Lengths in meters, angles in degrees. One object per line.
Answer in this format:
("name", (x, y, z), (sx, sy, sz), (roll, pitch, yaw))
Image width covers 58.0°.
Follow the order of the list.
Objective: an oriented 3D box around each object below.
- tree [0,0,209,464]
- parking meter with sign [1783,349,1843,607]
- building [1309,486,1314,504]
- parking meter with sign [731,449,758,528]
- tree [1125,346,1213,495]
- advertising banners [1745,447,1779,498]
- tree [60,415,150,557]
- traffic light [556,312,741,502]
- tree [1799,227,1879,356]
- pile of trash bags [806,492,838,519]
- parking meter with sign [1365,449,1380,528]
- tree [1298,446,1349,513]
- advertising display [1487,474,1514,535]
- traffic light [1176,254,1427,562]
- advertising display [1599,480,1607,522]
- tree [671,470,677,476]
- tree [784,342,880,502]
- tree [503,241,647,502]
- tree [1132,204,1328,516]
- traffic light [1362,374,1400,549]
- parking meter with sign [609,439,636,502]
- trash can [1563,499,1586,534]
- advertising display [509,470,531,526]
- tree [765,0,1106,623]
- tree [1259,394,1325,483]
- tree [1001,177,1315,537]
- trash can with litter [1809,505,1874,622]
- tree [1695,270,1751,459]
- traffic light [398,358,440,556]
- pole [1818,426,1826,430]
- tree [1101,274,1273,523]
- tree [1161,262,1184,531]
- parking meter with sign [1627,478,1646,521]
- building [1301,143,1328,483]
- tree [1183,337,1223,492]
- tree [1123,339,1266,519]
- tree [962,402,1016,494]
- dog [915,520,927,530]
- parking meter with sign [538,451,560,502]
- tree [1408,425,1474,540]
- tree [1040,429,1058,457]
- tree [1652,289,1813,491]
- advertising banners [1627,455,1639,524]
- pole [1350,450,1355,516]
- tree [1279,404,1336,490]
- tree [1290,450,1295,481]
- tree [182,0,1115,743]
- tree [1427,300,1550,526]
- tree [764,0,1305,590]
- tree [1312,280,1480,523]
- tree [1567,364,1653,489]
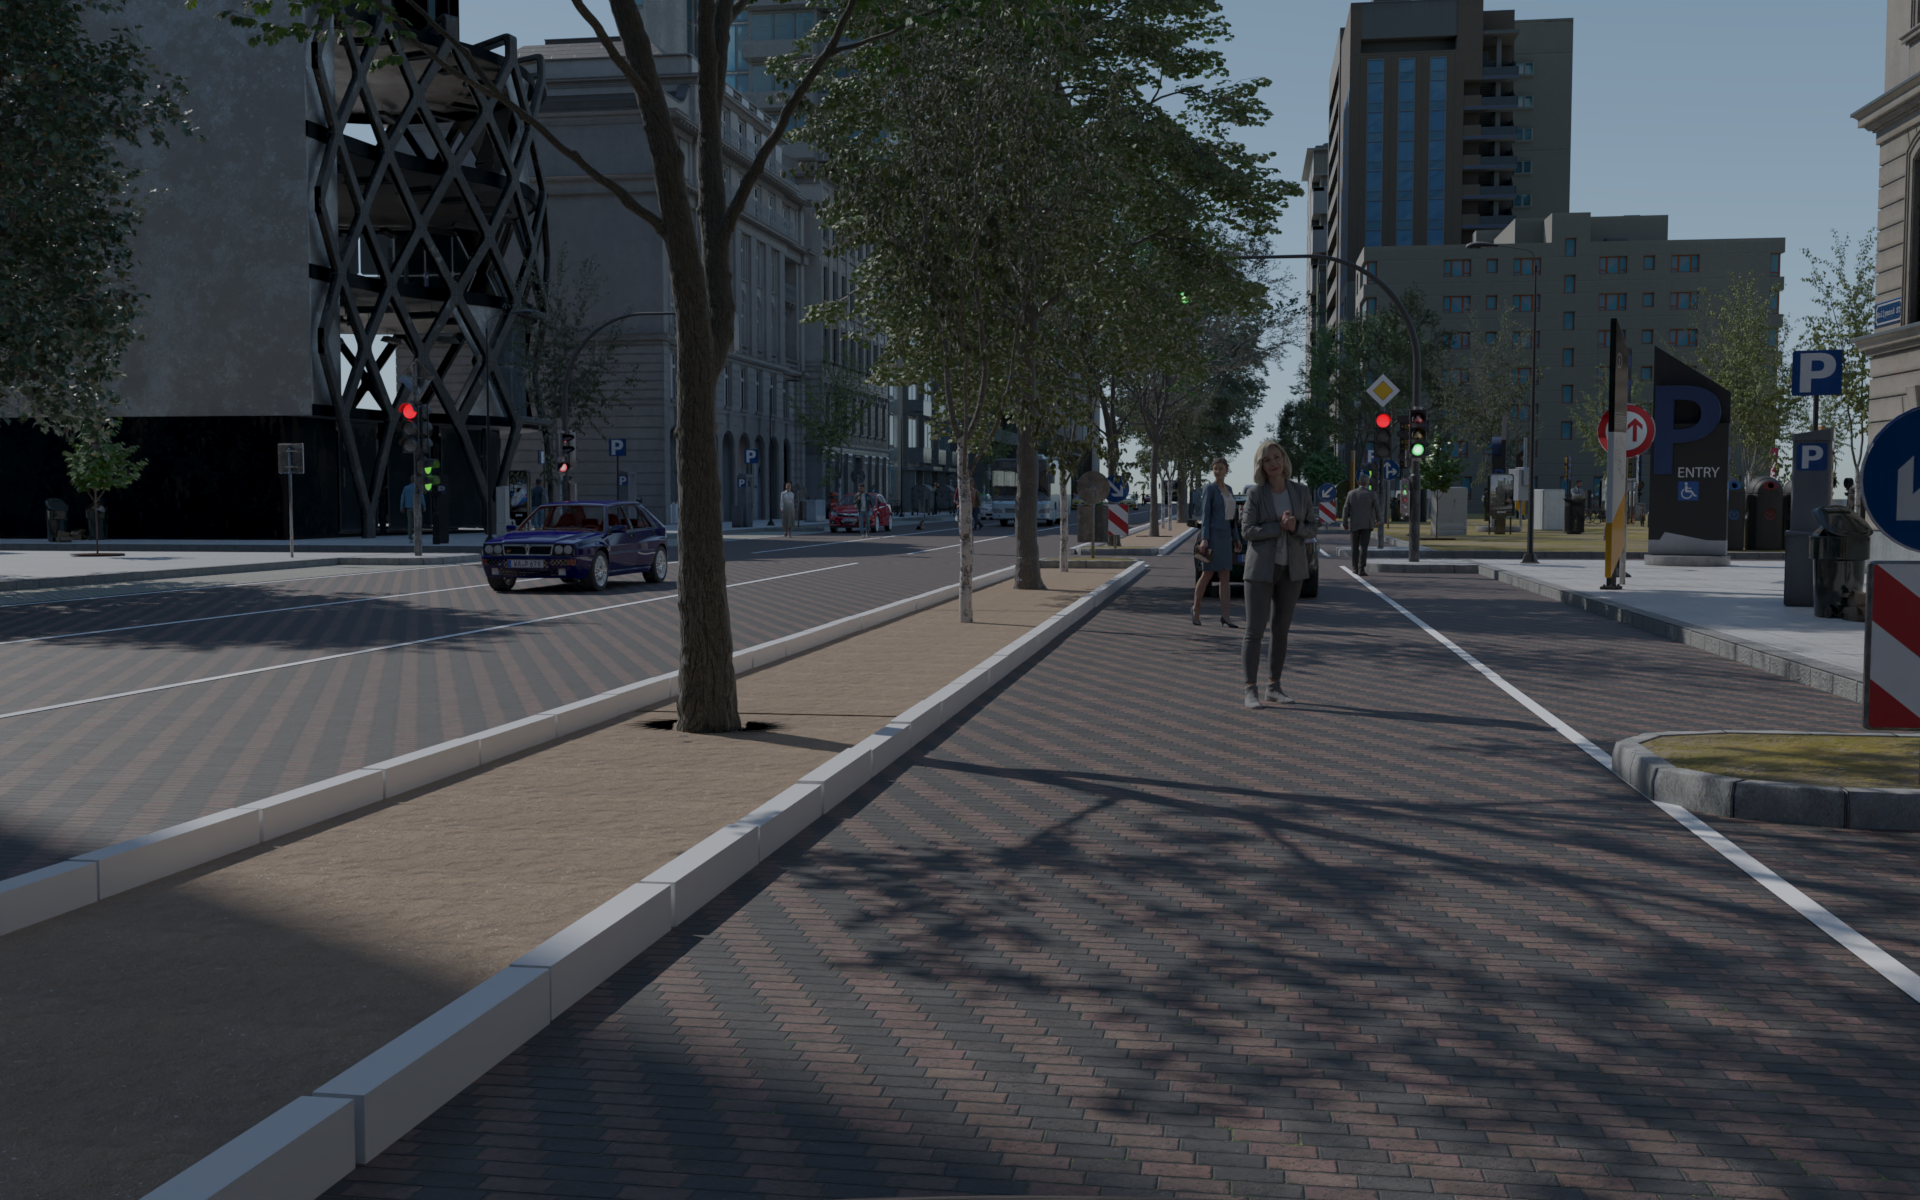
("tree", (-16.112, -6.657, 25.855), (9.611, 12.733, 9.660), (0, 3, 0))
("parking meter with sign", (9.978, -1.472, 20.320), (0.543, 3.016, 1.738), (2, 4, 29))
("building", (62.745, -32.839, 228.791), (32.217, 40.220, 23.993), (1, 4, 9))
("parking meter with sign", (-8.312, -4.307, 66.672), (0.543, 3.016, 1.738), (1, 4, 13))
("tree", (9.416, -7.636, 77.660), (4.737, 8.622, 4.395), (0, 3, 0))
("advertising banners", (30.460, -4.266, 65.938), (0.090, 3.025, 2.074), (-1, 4, -10))
("tree", (-17.807, -2.508, 35.613), (1.663, 3.219, 1.824), (0, 3, 0))
("traffic light", (-7.871, -4.207, 43.448), (4.771, 5.953, 1.251), (1, 4, 9))
("tree", (24.919, -5.947, 47.596), (4.737, 8.622, 4.395), (0, 3, 0))
("pile of trash bags", (-6.807, -4.769, 87.726), (1.912, 1.369, 3.447), (-1, 4, -22))
("parking meter with sign", (15.937, -4.300, 66.568), (0.543, 3.016, 1.738), (0, 4, 7))
("tree", (24.923, -8.257, 118.710), (4.285, 4.588, 4.351), (0, 3, 0))
("advertising display", (17.155, -3.044, 54.989), (0.974, 1.923, 0.123), (-2, 4, -24))
("traffic light", (6.483, -3.559, 32.854), (4.771, 5.953, 1.251), (1, 4, 9))
("advertising display", (29.228, -4.483, 78.516), (0.123, 1.923, 0.974), (3, 5, 42))
("tree", (-9.721, -4.253, 64.136), (1.663, 3.219, 1.824), (0, 3, 0))
("tree", (-6.019, -8.119, 83.107), (4.737, 8.622, 4.395), (0, 3, 0))
("tree", (-11.698, -6.186, 51.507), (4.360, 8.622, 3.978), (0, 3, 0))
("tree", (16.280, -15.330, 108.994), (12.611, 20.169, 13.585), (0, 3, 0))
("traffic light", (9.852, -3.157, 40.538), (0.839, 4.253, 0.868), (1, 4, 9))
("parking meter with sign", (-10.638, -3.618, 55.419), (0.543, 3.016, 1.738), (1, 4, 10))
("trash can", (19.589, -2.664, 55.208), (0.748, 1.137, 0.748), (0, 3, 0))
("advertising display", (-11.894, -2.546, 46.839), (0.123, 1.923, 0.974), (-3, 5, -43))
("tree", (0.044, -4.031, 18.724), (4.360, 8.622, 3.978), (0, 3, 0))
("tree", (38.989, -17.239, 198.857), (9.611, 12.733, 9.660), (0, 3, 0))
("tree", (6.451, -8.840, 57.366), (12.009, 13.543, 11.850), (0, 3, 0))
("trash can with litter", (9.196, -0.389, 17.748), (0.624, 1.170, 1.055), (0, 4, -5))
("tree", (25.908, -6.485, 56.392), (4.737, 8.622, 4.395), (0, 3, 0))
("traffic light", (-11.239, -2.872, 35.870), (0.839, 4.253, 0.868), (1, 4, 9))
("pole", (25.872, -3.561, 52.068), (0.158, 3.312, 0.155), (0, 3, 0))
("tree", (11.003, -10.754, 84.948), (9.857, 13.997, 8.962), (0, 3, 0))
("tree", (1.883, -4.797, 31.250), (4.360, 8.622, 3.978), (0, 3, 0))
("parking meter with sign", (32.078, -5.306, 83.009), (0.543, 3.016, 1.738), (-2, 4, -30))
("building", (64.836, -40.665, 254.104), (28.713, 52.752, 27.495), (1, 4, 9))
("tree", (8.121, -6.966, 66.716), (4.360, 8.622, 3.978), (0, 3, 0))
("tree", (13.104, -9.893, 98.613), (8.767, 10.594, 7.601), (1, 4, 9))
("tree", (2.036, -10.976, 129.822), (4.737, 8.622, 4.395), (0, 3, 0))
("dog", (-1.534, -2.987, 69.026), (0.550, 0.427, 0.748), (0, 4, 6))
("parking meter with sign", (-16.023, -4.454, 69.090), (1.738, 3.016, 0.543), (3, 4, 36))
("tree", (13.323, -3.299, 48.541), (1.663, 3.219, 1.824), (0, 3, 0))
("tree", (9.483, -14.133, 181.435), (4.737, 8.622, 4.395), (0, 3, 0))
("tree", (27.000, -6.803, 61.595), (4.360, 8.622, 3.978), (0, 3, 0))
("advertising banners", (28.760, -4.757, 73.967), (0.090, 3.025, 2.074), (2, 4, 33))
("pole", (18.352, -5.329, 80.975), (0.158, 3.312, 0.155), (0, 3, 0))
("tree", (28.942, -11.761, 142.656), (4.737, 8.622, 4.395), (0, 3, 0))
("tree", (49.678, -19.450, 268.367), (4.360, 8.622, 3.978), (0, 3, 0))
("tree", (-1.615, -5.020, 10.292), (9.928, 11.665, 9.643), (0, 3, 0))
("tree", (19.857, -7.024, 65.205), (4.360, 8.622, 3.978), (0, 3, 0))
("tree", (1.054, -6.397, 25.174), (7.486, 12.596, 7.792), (0, 3, 0))
("tree", (18.973, -8.623, 75.401), (7.601, 10.594, 8.767), (0, 4, 7))
("tree", (35.708, -8.835, 94.819), (4.737, 8.622, 4.395), (0, 3, 0))
